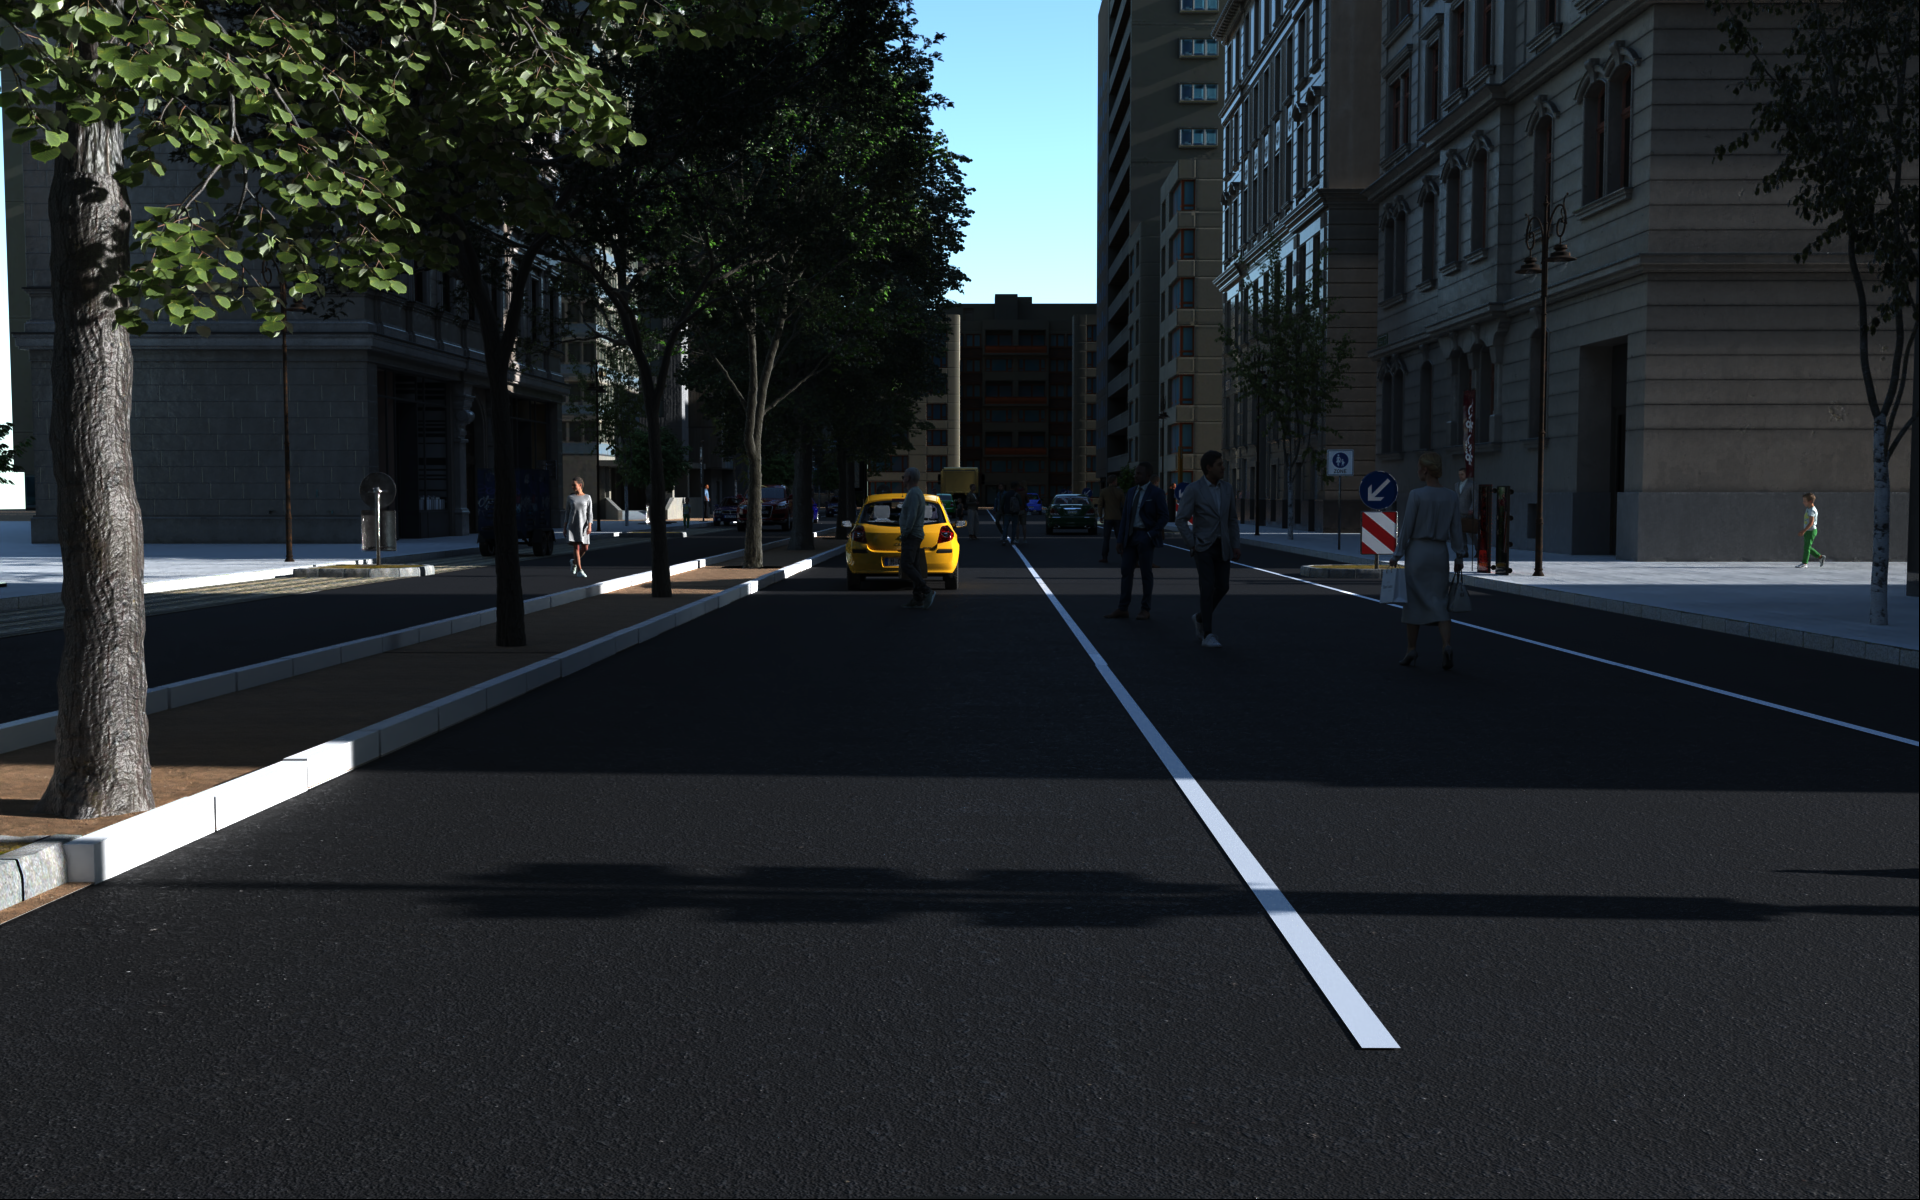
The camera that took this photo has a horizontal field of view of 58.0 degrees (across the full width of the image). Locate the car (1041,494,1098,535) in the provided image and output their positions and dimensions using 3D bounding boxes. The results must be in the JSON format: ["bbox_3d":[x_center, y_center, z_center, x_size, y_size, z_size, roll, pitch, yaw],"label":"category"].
[{"bbox_3d":[4.014,-3.109,62.637,2.131,1.459,4.920,0,4,2],"label":"car"}]

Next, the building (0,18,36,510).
[{"bbox_3d":[-63.311,-31.837,144.242,21.600,48.544,21.300,0,4,1],"label":"building"}]

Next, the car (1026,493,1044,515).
[{"bbox_3d":[4.902,-6.834,121.335,1.945,1.707,3.694,0,4,2],"label":"car"}]

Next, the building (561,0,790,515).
[{"bbox_3d":[-25.899,-27.318,138.524,23.993,40.220,32.217,0,4,1],"label":"building"}]

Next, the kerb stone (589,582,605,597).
[{"bbox_3d":[-5.173,-0.122,24.278,0.120,0.150,1.000,0,4,1],"label":"kerb stone"}]

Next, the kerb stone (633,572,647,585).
[{"bbox_3d":[-5.144,-0.315,27.349,0.120,0.150,1.000,0,4,1],"label":"kerb stone"}]

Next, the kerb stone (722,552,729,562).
[{"bbox_3d":[-5.058,-0.877,36.605,0.120,0.150,1.000,0,4,1],"label":"kerb stone"}]

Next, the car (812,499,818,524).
[{"bbox_3d":[-7.845,-4.356,83.802,1.945,1.354,3.894,0,4,1],"label":"car"}]

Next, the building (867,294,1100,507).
[{"bbox_3d":[5.584,-20.522,180.569,28.899,21.520,27.650,0,4,1],"label":"building"}]

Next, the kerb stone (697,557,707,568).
[{"bbox_3d":[-5.090,-0.693,33.523,0.120,0.150,1.000,0,4,1],"label":"kerb stone"}]

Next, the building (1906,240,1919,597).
[{"bbox_3d":[23.759,-13.479,13.890,24.014,27.812,14.314,0,4,1],"label":"building"}]

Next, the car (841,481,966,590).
[{"bbox_3d":[-0.894,-1.049,27.374,2.015,1.641,3.980,0,4,-1],"label":"car"}]

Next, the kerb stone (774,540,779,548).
[{"bbox_3d":[-4.987,-1.445,45.826,0.120,0.150,1.000,0,4,1],"label":"kerb stone"}]

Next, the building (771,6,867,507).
[{"bbox_3d":[-25.272,-52.799,175.936,31.000,86.520,22.319,0,4,1],"label":"building"}]

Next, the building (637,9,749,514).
[{"bbox_3d":[-21.041,-26.174,111.532,14.154,41.232,14.086,0,4,1],"label":"building"}]

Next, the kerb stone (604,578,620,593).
[{"bbox_3d":[-5.166,-0.190,25.300,0.120,0.150,1.000,0,4,1],"label":"kerb stone"}]

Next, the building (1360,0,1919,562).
[{"bbox_3d":[19.145,-15.633,42.982,14.401,28.519,23.554,0,4,1],"label":"building"}]

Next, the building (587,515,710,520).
[{"bbox_3d":[-30.700,-24.512,92.645,32.217,40.220,23.993,0,4,1],"label":"building"}]

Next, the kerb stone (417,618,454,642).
[{"bbox_3d":[-5.236,0.312,17.102,0.120,0.150,1.000,0,4,1],"label":"kerb stone"}]

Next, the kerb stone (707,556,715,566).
[{"bbox_3d":[-5.080,-0.756,34.553,0.120,0.150,1.000,0,4,1],"label":"kerb stone"}]

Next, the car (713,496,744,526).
[{"bbox_3d":[-10.166,-4.069,79.108,1.945,1.354,3.894,0,4,2],"label":"car"}]

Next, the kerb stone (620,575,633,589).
[{"bbox_3d":[-5.161,-0.252,26.322,0.120,0.150,1.000,0,4,1],"label":"kerb stone"}]

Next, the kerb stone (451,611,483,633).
[{"bbox_3d":[-5.225,0.249,18.128,0.120,0.150,1.000,0,4,1],"label":"kerb stone"}]

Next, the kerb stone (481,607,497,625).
[{"bbox_3d":[-5.219,0.188,19.155,0.120,0.150,1.000,0,4,1],"label":"kerb stone"}]

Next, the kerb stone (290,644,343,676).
[{"bbox_3d":[-5.263,0.499,14.033,0.120,0.150,1.000,0,4,1],"label":"kerb stone"}]

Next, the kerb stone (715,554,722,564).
[{"bbox_3d":[-5.067,-0.817,35.583,0.120,0.150,1.000,0,4,1],"label":"kerb stone"}]

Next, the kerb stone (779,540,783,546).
[{"bbox_3d":[-4.968,-1.508,46.850,0.120,0.150,1.000,0,4,1],"label":"kerb stone"}]

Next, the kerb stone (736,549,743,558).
[{"bbox_3d":[-5.037,-1.002,38.660,0.120,0.150,1.000,0,4,1],"label":"kerb stone"}]

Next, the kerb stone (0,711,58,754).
[{"bbox_3d":[-5.307,0.755,9.921,0.120,0.150,1.000,0,4,1],"label":"kerb stone"}]

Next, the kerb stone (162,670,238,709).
[{"bbox_3d":[-5.285,0.626,11.979,0.120,0.150,1.000,0,4,1],"label":"kerb stone"}]

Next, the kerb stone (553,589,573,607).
[{"bbox_3d":[-5.182,-0.002,22.228,0.120,0.150,1.000,0,4,1],"label":"kerb stone"}]

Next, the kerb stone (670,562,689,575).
[{"bbox_3d":[-5.108,-0.567,31.464,0.120,0.150,1.000,0,4,1],"label":"kerb stone"}]

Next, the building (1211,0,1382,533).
[{"bbox_3d":[17.671,-16.565,68.099,12.463,27.353,25.104,0,4,1],"label":"building"}]

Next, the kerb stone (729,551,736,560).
[{"bbox_3d":[-5.046,-0.944,37.638,0.120,0.150,1.000,0,4,1],"label":"kerb stone"}]

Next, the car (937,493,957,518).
[{"bbox_3d":[-1.130,-5.799,103.608,1.959,1.807,4.718,0,4,0],"label":"car"}]

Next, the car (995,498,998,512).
[{"bbox_3d":[3.822,-8.009,139.737,1.959,1.807,4.718,0,4,-1],"label":"car"}]

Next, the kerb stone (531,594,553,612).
[{"bbox_3d":[-5.199,0.061,21.202,0.120,0.150,1.000,0,4,1],"label":"kerb stone"}]

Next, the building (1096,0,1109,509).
[{"bbox_3d":[18.982,-30.359,146.480,14.600,45.320,14.200,0,4,1],"label":"building"}]

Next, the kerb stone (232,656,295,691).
[{"bbox_3d":[-5.270,0.564,13.007,0.120,0.150,1.000,0,4,1],"label":"kerb stone"}]

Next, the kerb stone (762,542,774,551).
[{"bbox_3d":[-4.985,-1.376,44.795,0.120,0.150,1.000,0,4,1],"label":"kerb stone"}]

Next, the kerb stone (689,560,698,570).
[{"bbox_3d":[-5.100,-0.628,32.487,0.120,0.150,1.000,0,4,1],"label":"kerb stone"}]

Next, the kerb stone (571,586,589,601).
[{"bbox_3d":[-5.185,-0.065,23.256,0.120,0.150,1.000,0,4,1],"label":"kerb stone"}]

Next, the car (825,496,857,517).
[{"bbox_3d":[-7.447,-5.877,108.676,1.945,1.354,3.894,0,4,1],"label":"car"}]

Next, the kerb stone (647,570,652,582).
[{"bbox_3d":[-5.134,-0.375,28.372,0.120,0.150,1.000,0,4,1],"label":"kerb stone"}]

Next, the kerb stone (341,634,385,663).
[{"bbox_3d":[-5.253,0.437,15.056,0.120,0.150,1.000,0,4,1],"label":"kerb stone"}]

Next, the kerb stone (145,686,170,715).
[{"bbox_3d":[-5.300,0.688,10.943,0.120,0.150,1.000,0,4,1],"label":"kerb stone"}]

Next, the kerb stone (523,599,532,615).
[{"bbox_3d":[-5.202,0.123,20.179,0.120,0.150,1.000,0,4,1],"label":"kerb stone"}]

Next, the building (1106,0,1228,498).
[{"bbox_3d":[22.394,-30.874,128.483,21.300,48.544,21.600,0,4,1],"label":"building"}]

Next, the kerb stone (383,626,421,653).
[{"bbox_3d":[-5.246,0.378,16.078,0.120,0.150,1.000,0,4,1],"label":"kerb stone"}]

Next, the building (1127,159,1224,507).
[{"bbox_3d":[25.199,-15.843,104.080,27.650,21.520,28.899,0,4,1],"label":"building"}]

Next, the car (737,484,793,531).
[{"bbox_3d":[-7.613,-3.659,68.494,2.281,1.827,5.304,0,4,-1],"label":"car"}]

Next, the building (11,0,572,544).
[{"bbox_3d":[-19.578,-11.901,45.488,10.553,20.767,40.483,0,4,1],"label":"building"}]
